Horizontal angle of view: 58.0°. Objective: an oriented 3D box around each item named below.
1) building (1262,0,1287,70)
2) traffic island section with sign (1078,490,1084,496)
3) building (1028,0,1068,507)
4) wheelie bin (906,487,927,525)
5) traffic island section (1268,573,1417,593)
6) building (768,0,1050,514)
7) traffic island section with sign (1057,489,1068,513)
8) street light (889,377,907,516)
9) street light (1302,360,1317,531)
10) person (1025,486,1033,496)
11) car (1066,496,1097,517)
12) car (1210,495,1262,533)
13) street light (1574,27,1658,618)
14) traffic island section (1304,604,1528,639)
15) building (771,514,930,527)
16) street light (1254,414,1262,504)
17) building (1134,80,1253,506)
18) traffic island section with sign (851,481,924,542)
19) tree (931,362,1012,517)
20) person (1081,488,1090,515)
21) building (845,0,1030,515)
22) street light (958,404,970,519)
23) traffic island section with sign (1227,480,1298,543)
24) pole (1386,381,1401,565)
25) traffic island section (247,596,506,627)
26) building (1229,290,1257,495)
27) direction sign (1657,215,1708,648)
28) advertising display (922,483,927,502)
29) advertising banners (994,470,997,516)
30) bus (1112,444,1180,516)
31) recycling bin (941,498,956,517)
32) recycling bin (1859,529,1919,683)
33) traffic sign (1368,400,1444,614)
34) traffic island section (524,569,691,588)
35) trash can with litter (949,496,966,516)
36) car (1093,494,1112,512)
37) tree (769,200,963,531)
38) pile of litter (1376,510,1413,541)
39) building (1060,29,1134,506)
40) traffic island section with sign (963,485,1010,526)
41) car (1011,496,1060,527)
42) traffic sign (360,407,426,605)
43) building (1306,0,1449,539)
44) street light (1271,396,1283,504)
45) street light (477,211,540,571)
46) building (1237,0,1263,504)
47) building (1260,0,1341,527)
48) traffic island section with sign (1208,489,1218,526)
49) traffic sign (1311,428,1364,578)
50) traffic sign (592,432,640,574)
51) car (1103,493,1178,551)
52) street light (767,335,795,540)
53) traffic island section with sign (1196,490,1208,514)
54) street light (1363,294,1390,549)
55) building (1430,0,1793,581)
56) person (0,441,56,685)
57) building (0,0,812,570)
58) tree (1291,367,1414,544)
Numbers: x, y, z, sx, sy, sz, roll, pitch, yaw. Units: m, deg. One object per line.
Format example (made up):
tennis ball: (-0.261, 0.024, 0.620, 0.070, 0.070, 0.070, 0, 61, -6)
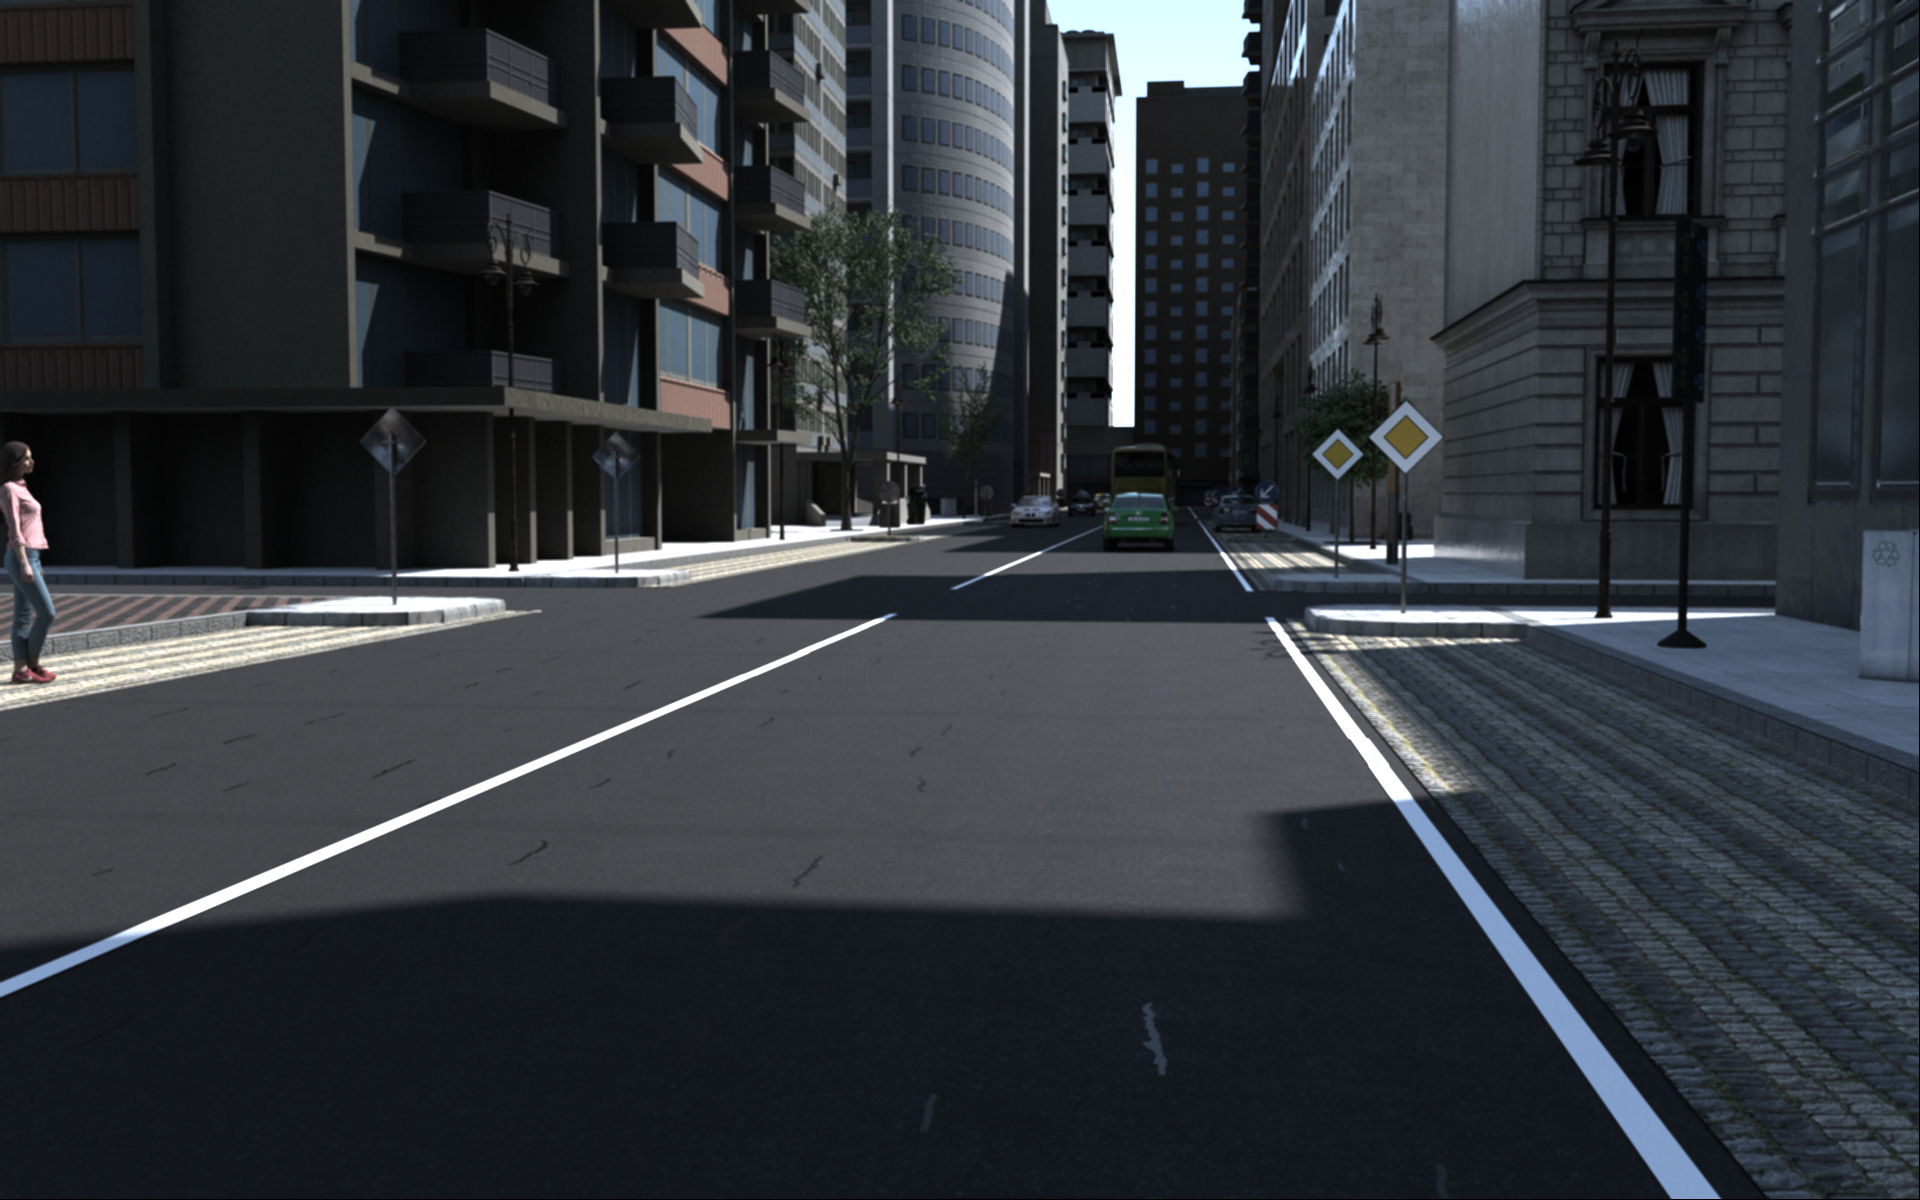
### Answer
building: (26.416, -28.123, 109.917, 14.600, 45.320, 14.200, 0, 4, 7)
traffic island section with sign: (10.986, -9.027, 156.216, 1.989, 1.847, 2.006, 0, 4, 7)
building: (-0.731, -33.301, 168.172, 21.600, 48.544, 21.300, 0, 4, 7)
wheelie bin: (-1.806, -3.991, 73.156, 0.980, 1.594, 0.693, -3, 5, -42)
traffic island section: (5.785, -0.261, 26.544, 2.009, 0.180, 2.903, 0, 4, 7)
building: (-8.880, -27.710, 144.944, 32.217, 40.220, 23.993, 0, 4, 7)
traffic island section with sign: (7.601, -7.391, 129.473, 1.989, 1.847, 2.006, 0, 4, 7)
street light: (-2.438, -5.849, 68.419, 0.468, 5.910, 1.993, 0, 4, 7)
street light: (12.091, -5.330, 59.936, 0.468, 5.910, 1.993, 0, 4, 7)
person: (3.283, -4.486, 81.814, 0.573, 1.828, 0.580, -1, 4, -21)
car: (7.858, -6.062, 111.698, 1.945, 1.354, 3.894, 0, 4, 5)
car: (10.442, -3.263, 65.347, 2.014, 1.417, 4.499, 0, 4, 7)
street light: (6.684, -2.753, 17.806, 0.468, 5.910, 1.993, 0, 4, 7)
traffic island section: (4.783, 0.224, 18.622, 2.009, 0.180, 2.903, 0, 4, 7)
building: (-18.274, -23.567, 77.209, 32.217, 40.220, 23.993, 0, 4, 7)
street light: (17.138, -7.756, 99.597, 0.468, 5.910, 1.993, 0, 4, 7)
building: (26.547, -33.067, 190.752, 14.200, 45.320, 14.600, 0, 4, 7)
traffic island section with sign: (-2.152, -2.674, 52.348, 1.989, 1.847, 2.006, 0, 4, 7)
tree: (0.651, -8.855, 95.137, 4.737, 8.622, 4.395, 0, 3, 0)
person: (8.699, -6.849, 120.344, 0.709, 1.838, 0.599, 1, 4, 9)
building: (-6.981, -35.169, 117.017, 21.231, 58.520, 28.212, 0, 4, 7)
street light: (0.211, -7.114, 89.098, 0.468, 5.910, 1.993, 0, 4, 7)
traffic island section with sign: (8.880, -2.590, 50.980, 1.989, 1.847, 2.006, 0, 4, 7)
pole: (7.874, -2.301, 31.459, 0.158, 3.312, 0.155, 0, 3, 0)
traffic island section: (-6.568, 0.136, 20.057, 2.009, 0.180, 2.903, 0, 4, 7)
building: (39.299, -19.248, 159.742, 27.650, 21.520, 28.899, 0, 4, 7)
direction sign: (6.081, -1.375, 14.485, 0.379, 3.537, 0.876, 3, 4, 37)
advertising display: (-2.477, -5.988, 103.120, 0.974, 1.923, 0.123, 0, 4, -5)
advertising banners: (2.047, -6.348, 99.982, 0.090, 3.025, 2.074, 0, 4, 3)
bus: (9.051, -5.666, 84.191, 2.896, 3.916, 12.252, 1, 4, 9)
recycling bin: (-0.657, -5.315, 99.447, 0.722, 1.027, 0.722, -1, 4, -23)
recycling bin: (6.746, 0.036, 11.972, 0.722, 1.027, 0.722, -3, 4, -38)
traffic sign: (4.759, -0.912, 18.548, 0.795, 2.450, 0.064, 0, 4, 7)
traffic island section: (-5.566, -0.349, 27.979, 2.009, 0.180, 2.903, 0, 4, 7)
trash can with litter: (-0.236, -5.586, 102.710, 1.055, 1.170, 0.624, -2, 4, -27)
car: (11.259, -7.730, 136.606, 2.015, 1.641, 3.980, 1, 4, 9)
tree: (-3.876, -8.233, 60.360, 9.928, 11.665, 9.643, 0, 3, 0)
pile of litter: (12.190, -2.118, 48.599, 1.176, 0.858, 1.719, 2, 4, 32)
building: (6.583, -37.346, 199.851, 27.495, 52.752, 28.713, 0, 4, 7)
traffic island section with sign: (1.238, -4.310, 79.090, 1.989, 1.847, 2.006, 0, 4, 7)
car: (3.341, -3.886, 75.903, 2.083, 1.381, 4.827, 0, 4, 8)
traffic sign: (-6.543, -1.000, 19.992, 0.795, 2.450, 0.064, 0, 4, 7)
building: (17.399, -12.371, 57.013, 10.420, 20.320, 16.860, 0, 4, 7)
street light: (14.567, -6.543, 79.773, 0.468, 5.910, 1.993, 0, 4, 7)
street light: (-7.425, -3.417, 28.651, 0.468, 5.910, 1.993, 0, 4, 7)
building: (32.517, -29.126, 130.829, 22.147, 44.769, 28.867, 0, 4, 7)
building: (24.865, -16.977, 82.089, 19.350, 26.468, 34.151, 0, 4, 7)
traffic island section with sign: (12.273, -4.226, 77.721, 1.989, 1.847, 2.006, 0, 4, 7)
traffic sign: (5.760, -1.396, 26.470, 0.795, 2.450, 0.064, 0, 4, 7)
traffic sign: (-5.542, -1.485, 27.915, 0.795, 2.450, 0.064, 0, 4, 7)
car: (4.673, -2.210, 44.928, 1.959, 1.807, 4.718, 0, 4, 7)
street light: (-4.999, -4.630, 48.493, 0.468, 5.910, 1.993, 0, 4, 7)
traffic island section with sign: (18.557, -7.271, 127.508, 1.989, 1.847, 2.006, 0, 4, 7)
street light: (9.609, -4.117, 40.101, 0.468, 5.910, 1.993, 0, 4, 7)
building: (18.090, -10.056, 29.035, 19.286, 19.102, 10.561, 0, 4, 7)
person: (-6.989, -0.272, 12.957, 0.388, 1.821, 0.555, -2, 4, -33)
building: (-16.098, -23.702, 42.153, 22.147, 44.769, 28.867, 0, 4, 7)
tree: (10.258, -3.740, 44.860, 4.285, 4.588, 4.351, 0, 3, 0)
